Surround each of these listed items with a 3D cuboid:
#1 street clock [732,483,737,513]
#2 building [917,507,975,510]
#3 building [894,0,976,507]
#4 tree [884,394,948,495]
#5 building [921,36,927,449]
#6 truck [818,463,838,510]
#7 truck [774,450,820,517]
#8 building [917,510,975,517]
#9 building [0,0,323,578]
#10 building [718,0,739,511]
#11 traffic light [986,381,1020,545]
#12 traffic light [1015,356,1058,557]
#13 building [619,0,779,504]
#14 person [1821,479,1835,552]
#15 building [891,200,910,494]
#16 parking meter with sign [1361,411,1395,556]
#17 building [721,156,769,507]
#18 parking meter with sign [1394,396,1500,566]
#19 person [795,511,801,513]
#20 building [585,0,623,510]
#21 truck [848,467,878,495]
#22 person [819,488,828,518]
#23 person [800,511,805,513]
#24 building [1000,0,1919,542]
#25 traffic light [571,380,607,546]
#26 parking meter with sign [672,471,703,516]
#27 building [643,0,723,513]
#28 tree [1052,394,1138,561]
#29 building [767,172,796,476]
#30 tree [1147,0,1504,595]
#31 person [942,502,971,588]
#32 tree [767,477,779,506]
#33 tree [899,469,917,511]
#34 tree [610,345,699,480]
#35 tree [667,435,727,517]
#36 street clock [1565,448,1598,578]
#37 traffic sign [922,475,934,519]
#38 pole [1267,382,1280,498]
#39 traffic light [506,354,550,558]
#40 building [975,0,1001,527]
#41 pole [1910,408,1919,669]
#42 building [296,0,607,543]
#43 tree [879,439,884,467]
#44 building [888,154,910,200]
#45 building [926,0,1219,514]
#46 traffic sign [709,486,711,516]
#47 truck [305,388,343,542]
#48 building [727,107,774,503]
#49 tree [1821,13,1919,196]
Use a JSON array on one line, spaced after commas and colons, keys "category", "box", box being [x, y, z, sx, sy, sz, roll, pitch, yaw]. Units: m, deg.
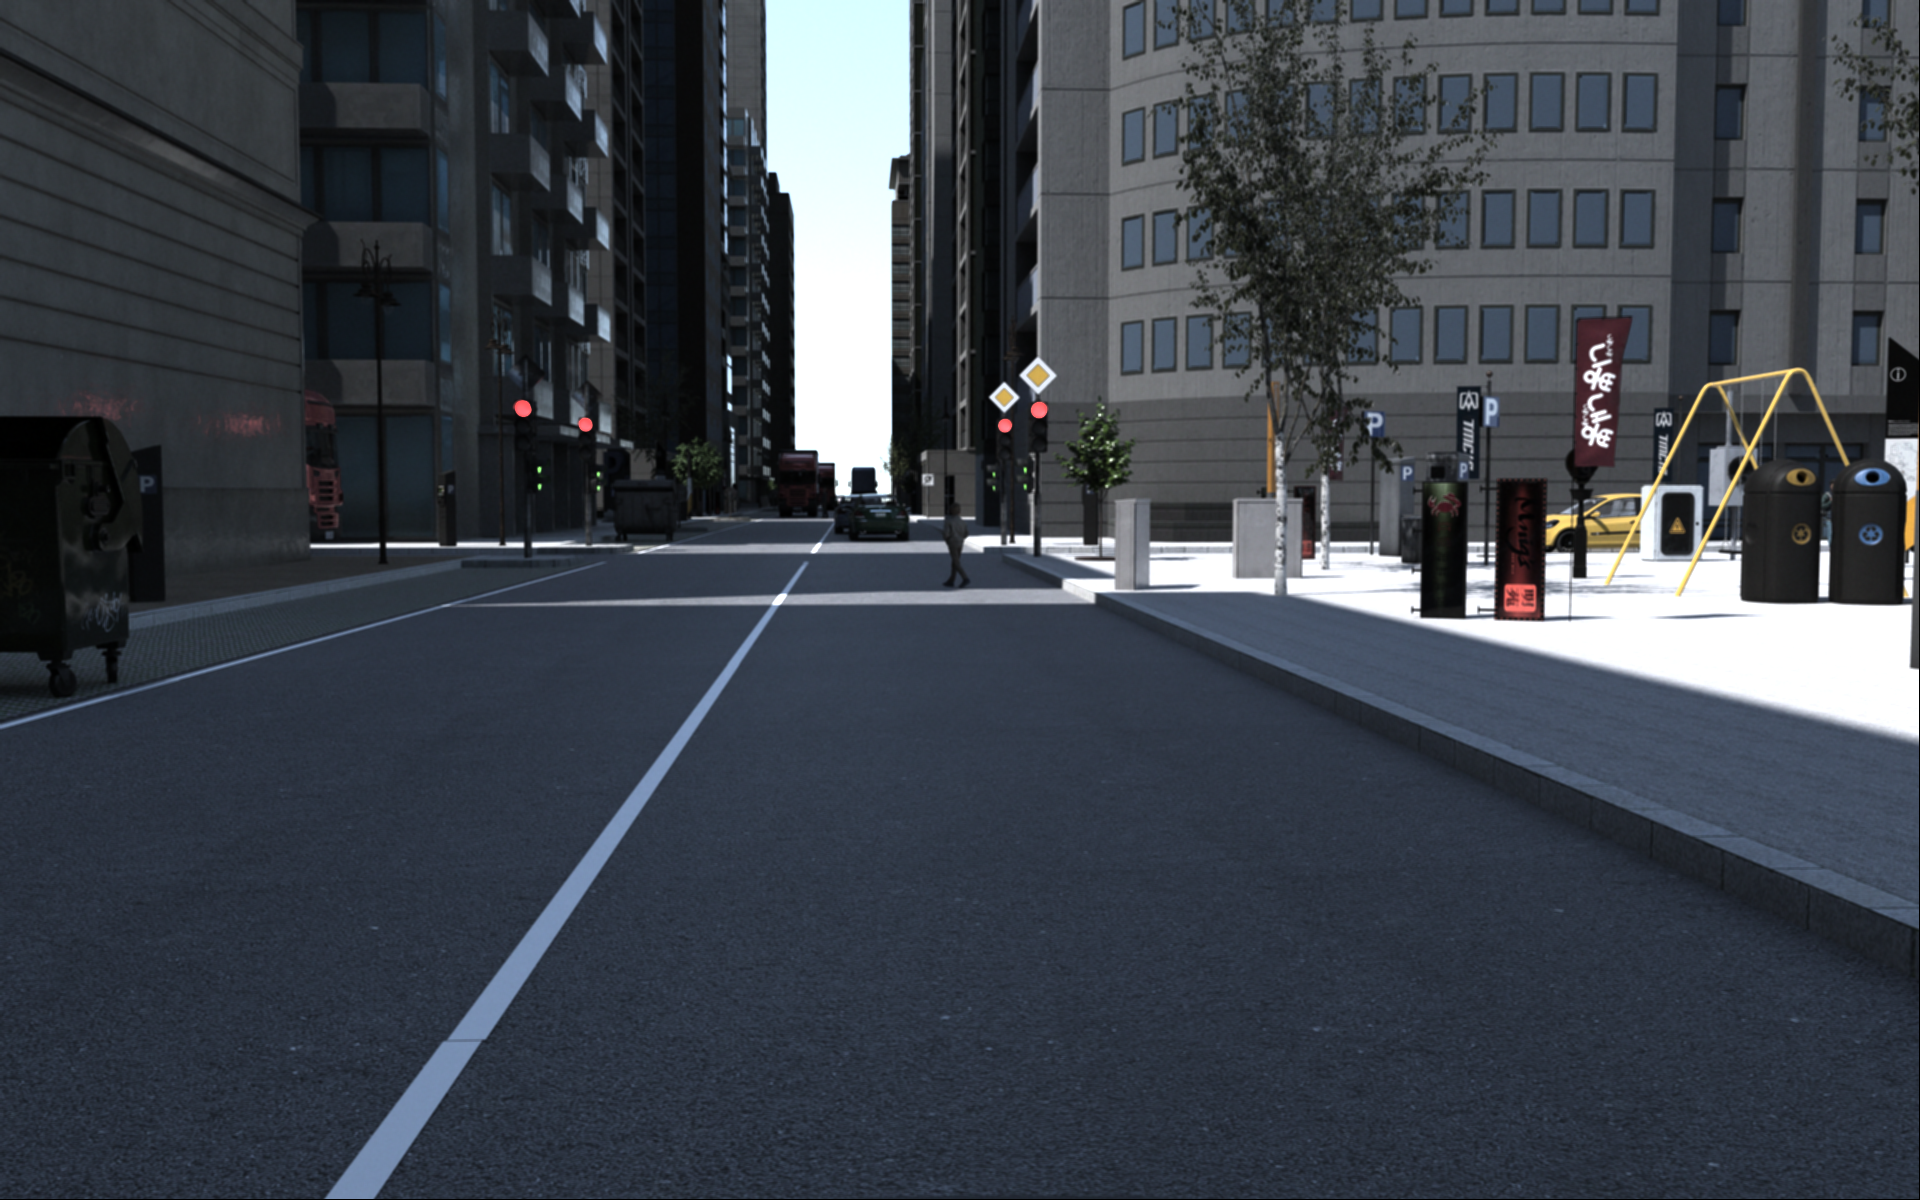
[{"category": "street clock", "box": [-15.278, -6.909, 117.527, 0.358, 2.002, 0.471, -1, 4, -20]}, {"category": "building", "box": [4.616, -45.519, 182.487, 20.563, 71.187, 20.611, 0, 4, -3]}, {"category": "building", "box": [1.761, -48.130, 225.173, 20.563, 71.187, 20.611, 0, 4, -3]}, {"category": "tree", "box": [-2.903, -10.777, 126.562, 4.737, 8.622, 4.395, 0, 3, 0]}, {"category": "building", "box": [3.460, -31.491, 164.988, 14.600, 45.320, 14.200, 0, 4, -3]}, {"category": "truck", "box": [-12.524, -10.234, 156.244, 2.839, 4.237, 11.283, 0, 4, -5]}, {"category": "truck", "box": [-10.416, -7.532, 112.055, 2.839, 4.237, 11.283, 0, 4, -4]}, {"category": "building", "box": [8.064, -40.409, 98.947, 20.563, 71.187, 20.611, 0, 4, -3]}, {"category": "building", "box": [-26.395, -11.718, 24.878, 30.059, 22.955, 16.112, 0, 4, -3]}, {"category": "building", "box": [-29.683, -50.894, 144.785, 22.319, 86.520, 31.000, 0, 4, -3]}, {"category": "traffic light", "box": [1.084, -3.329, 43.345, 0.839, 4.253, 0.868, 0, 4, -3]}, {"category": "traffic light", "box": [1.566, -2.841, 35.375, 0.839, 4.253, 0.868, 0, 4, -3]}, {"category": "building", "box": [-35.003, -49.092, 240.903, 20.563, 71.187, 20.611, 0, 4, -3]}, {"category": "person", "box": [20.408, -1.933, 40.447, 0.623, 1.781, 0.721, -1, 4, -21]}, {"category": "building", "box": [-2.653, -34.225, 243.168, 14.154, 41.232, 14.086, 0, 4, -3]}, {"category": "parking meter with sign", "box": [9.011, -2.415, 35.743, 0.543, 3.016, 1.738, -1, 4, -22]}, {"category": "building", "box": [-35.796, -29.446, 173.325, 32.217, 40.220, 23.993, 0, 4, -3]}, {"category": "parking meter with sign", "box": [8.888, -2.161, 31.586, 0.543, 3.016, 1.738, -3, 5, -42]}, {"category": "person", "box": [-12.359, -7.551, 132.049, 1.350, 1.814, 0.705, -3, 5, -45]}, {"category": "building", "box": [-27.341, -40.592, 101.932, 20.563, 71.187, 20.611, 0, 4, -3]}, {"category": "truck", "box": [-9.046, -10.756, 165.623, 2.967, 4.110, 18.799, 0, 4, -5]}, {"category": "person", "box": [-8.112, -5.756, 102.793, 0.590, 1.801, 0.661, 0, 4, -8]}, {"category": "person", "box": [-12.290, -7.705, 134.469, 1.348, 1.826, 0.705, -2, 4, -31]}, {"category": "building", "box": [16.062, -31.345, 54.487, 28.212, 58.520, 21.231, 0, 4, -3]}, {"category": "traffic light", "box": [-9.158, -3.290, 42.711, 0.839, 4.253, 0.868, 0, 4, -3]}, {"category": "parking meter with sign", "box": [-15.716, -6.333, 99.799, 1.738, 3.016, 0.543, 0, 4, -8]}, {"category": "building", "box": [-24.591, -28.961, 123.622, 14.600, 45.320, 14.200, 0, 4, -3]}, {"category": "tree", "box": [2.606, -2.385, 33.596, 1.663, 3.219, 1.824, 0, 3, 0]}, {"category": "building", "box": [-36.080, -39.079, 262.645, 21.300, 48.544, 21.600, 0, 4, -3]}, {"category": "tree", "box": [4.189, -4.353, 21.529, 4.360, 8.622, 3.978, 0, 3, 0]}, {"category": "person", "box": [-0.077, -0.846, 26.605, 0.640, 1.303, 0.475, 3, 5, 41]}, {"category": "tree", "box": [-21.925, -12.613, 200.830, 1.663, 3.219, 1.824, 0, 3, 0]}, {"category": "tree", "box": [-3.690, -8.481, 133.266, 1.663, 3.219, 1.824, 0, 3, 0]}, {"category": "tree", "box": [-14.874, -8.211, 84.607, 4.360, 8.622, 3.978, 0, 3, 0]}, {"category": "tree", "box": [-14.633, -6.898, 96.491, 4.285, 4.588, 4.351, 0, 3, 0]}, {"category": "street clock", "box": [9.458, -1.334, 26.381, 0.471, 2.002, 0.358, 1, 4, 14]}, {"category": "traffic sign", "box": [-1.640, -5.305, 88.868, 0.606, 2.300, 0.079, 0, 3, 0]}, {"category": "pole", "box": [5.698, -2.306, 31.546, 0.158, 3.312, 0.155, 0, 3, 0]}, {"category": "traffic light", "box": [-8.675, -2.802, 34.741, 0.839, 4.253, 0.868, 0, 4, -3]}, {"category": "building", "box": [7.530, -18.538, 74.799, 14.160, 30.474, 14.107, 0, 4, -3]}, {"category": "pole", "box": [7.093, -1.147, 12.603, 0.158, 3.312, 0.155, 0, 3, 0]}, {"category": "building", "box": [-23.957, -26.714, 56.377, 23.786, 49.044, 30.456, 0, 4, -3]}, {"category": "tree", "box": [-7.838, -15.900, 210.328, 4.737, 8.622, 4.395, 0, 3, 0]}, {"category": "building", "box": [3.744, -41.285, 264.251, 28.713, 52.752, 27.495, 0, 4, -3]}, {"category": "building", "box": [7.706, -36.788, 143.490, 21.231, 58.520, 28.212, 0, 4, -3]}, {"category": "traffic sign", "box": [-14.287, -6.045, 98.941, 0.768, 2.556, 0.104, 0, 4, 4]}, {"category": "truck", "box": [-18.748, -2.981, 37.648, 11.283, 4.237, 2.839, 0, 4, -2]}, {"category": "building", "box": [-35.365, -36.478, 216.025, 23.786, 49.044, 30.456, 0, 4, -3]}, {"category": "tree", "box": [10.378, -3.982, 15.469, 4.360, 8.622, 3.978, 0, 3, 0]}]
